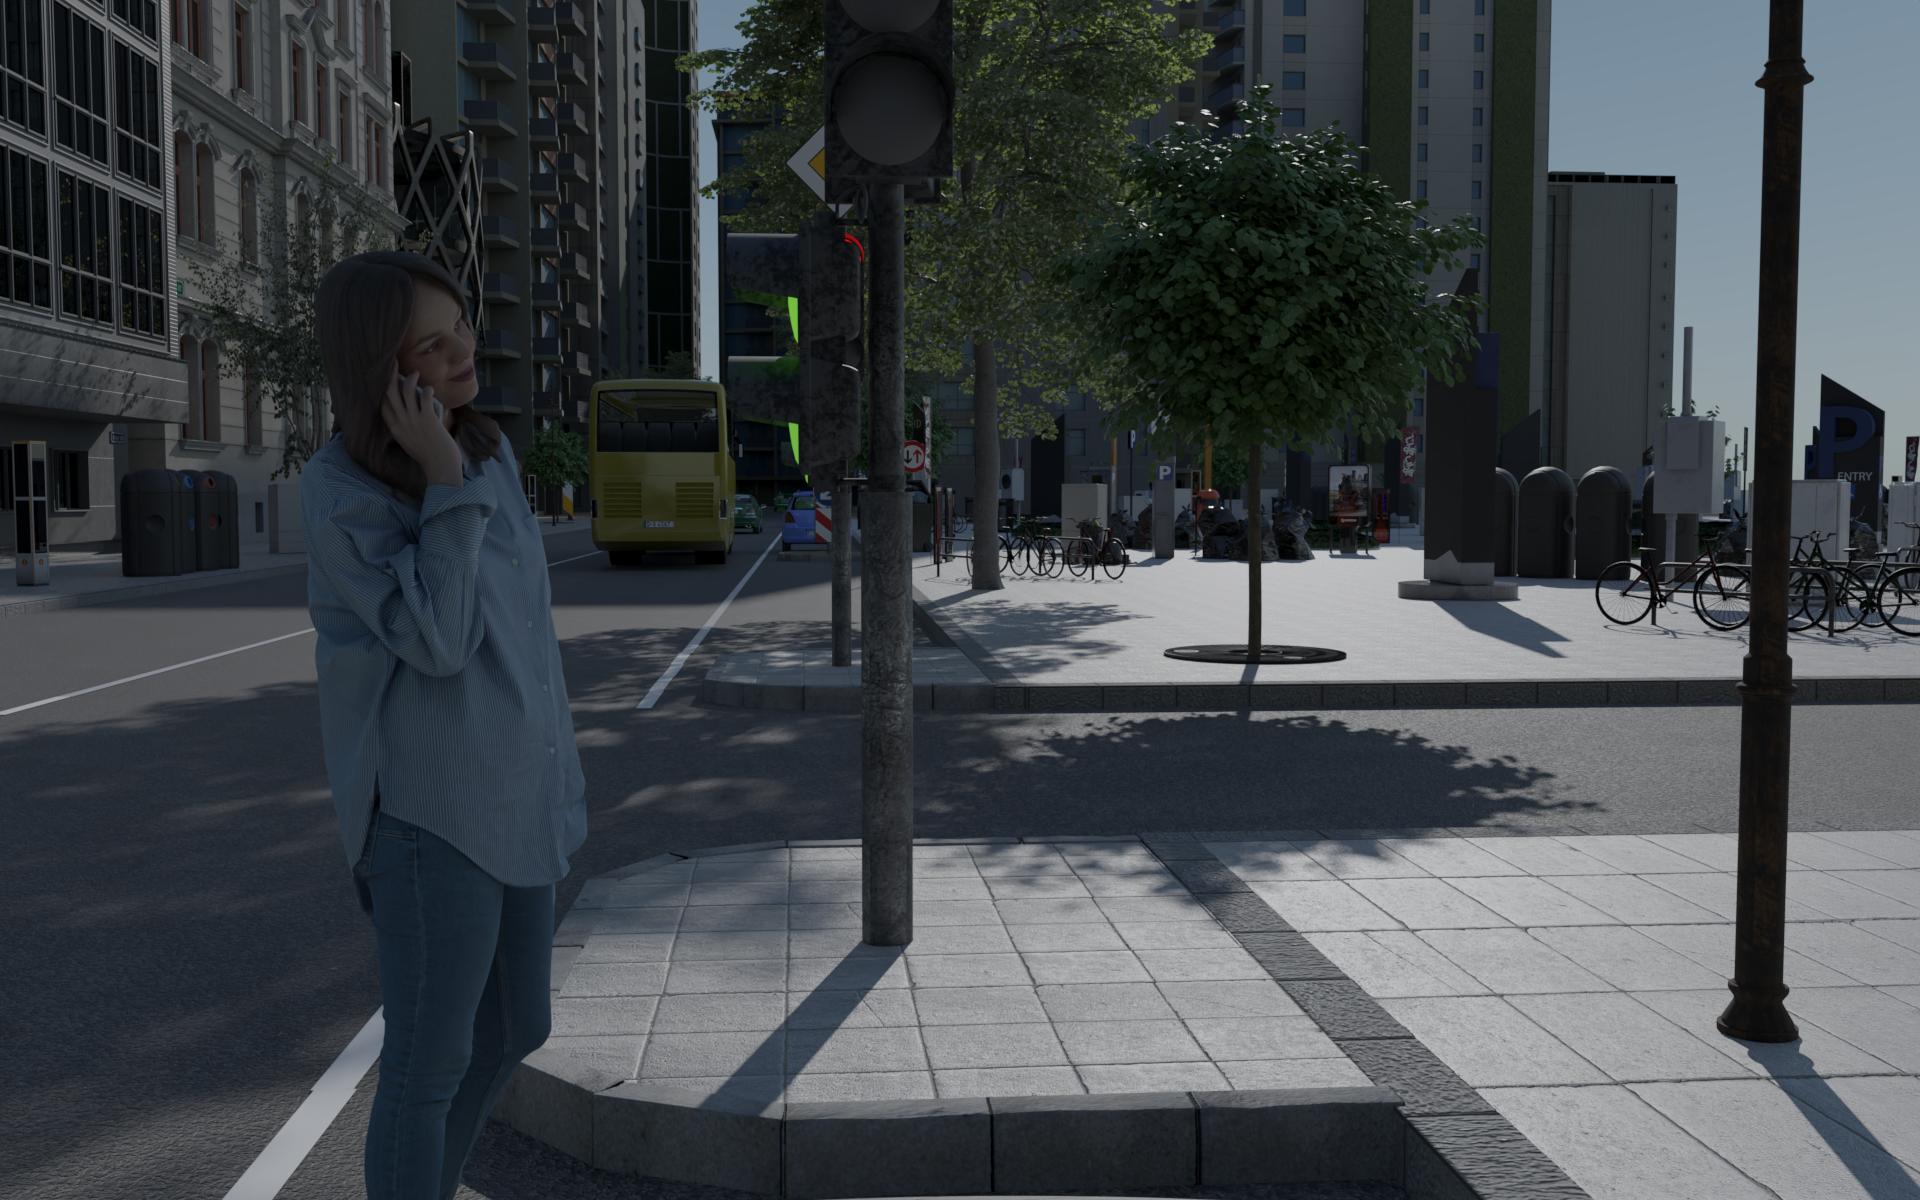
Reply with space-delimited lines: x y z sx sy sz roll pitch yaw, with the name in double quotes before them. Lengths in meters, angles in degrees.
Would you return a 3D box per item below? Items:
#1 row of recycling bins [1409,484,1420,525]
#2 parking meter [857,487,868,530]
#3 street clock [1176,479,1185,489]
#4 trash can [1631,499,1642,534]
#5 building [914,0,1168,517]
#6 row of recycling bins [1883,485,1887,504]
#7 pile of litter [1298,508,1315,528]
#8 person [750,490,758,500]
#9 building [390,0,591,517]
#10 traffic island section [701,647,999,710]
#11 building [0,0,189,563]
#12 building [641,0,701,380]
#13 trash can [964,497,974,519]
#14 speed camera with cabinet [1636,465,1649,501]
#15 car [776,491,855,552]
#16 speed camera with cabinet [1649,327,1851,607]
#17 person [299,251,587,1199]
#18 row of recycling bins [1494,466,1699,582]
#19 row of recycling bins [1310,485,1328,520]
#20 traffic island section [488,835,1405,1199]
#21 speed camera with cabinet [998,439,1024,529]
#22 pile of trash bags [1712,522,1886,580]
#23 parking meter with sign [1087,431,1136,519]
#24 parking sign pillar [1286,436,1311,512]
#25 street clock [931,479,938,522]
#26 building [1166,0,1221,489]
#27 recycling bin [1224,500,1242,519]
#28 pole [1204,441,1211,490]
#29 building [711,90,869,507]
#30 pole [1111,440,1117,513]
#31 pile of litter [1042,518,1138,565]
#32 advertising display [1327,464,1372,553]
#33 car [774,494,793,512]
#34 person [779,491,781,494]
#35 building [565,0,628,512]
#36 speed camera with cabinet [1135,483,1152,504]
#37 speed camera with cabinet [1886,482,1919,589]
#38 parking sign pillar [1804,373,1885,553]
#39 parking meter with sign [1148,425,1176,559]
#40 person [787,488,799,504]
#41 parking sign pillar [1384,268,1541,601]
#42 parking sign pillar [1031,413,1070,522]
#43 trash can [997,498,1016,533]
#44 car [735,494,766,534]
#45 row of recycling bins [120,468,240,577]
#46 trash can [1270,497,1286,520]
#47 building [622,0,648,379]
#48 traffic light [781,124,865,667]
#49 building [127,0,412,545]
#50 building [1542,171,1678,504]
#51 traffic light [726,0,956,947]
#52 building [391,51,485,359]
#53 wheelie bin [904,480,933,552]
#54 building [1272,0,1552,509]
"row of recycling bins" 19.166 -4.095 74.069 1.069 1.692 3.534 1 4 12
"parking meter" -3.518 -3.311 62.550 0.372 1.533 0.369 0 3 0
"street clock" 10.660 -4.842 83.732 0.358 2.002 0.471 -1 4 -23
"trash can" 17.811 -2.087 45.781 0.748 1.137 0.748 0 3 0
"building" 4.178 -25.655 103.051 14.154 41.232 14.086 0 4 -5
"row of recycling bins" 39.600 -4.179 75.444 1.069 1.692 3.534 -3 5 -40
"pile of litter" 10.877 -2.414 53.436 1.176 0.858 1.719 0 4 4
"person" -19.254 -9.276 160.190 1.348 1.821 0.705 2 4 24
"building" -33.666 -27.245 100.081 22.147 44.769 28.867 0 4 -5
"traffic island section" -0.861 0.571 12.939 2.009 0.180 2.903 0 4 -5
"building" -22.693 -14.157 24.975 14.314 27.812 24.014 0 4 -5
"building" -38.172 -45.412 180.734 20.611 71.187 20.563 0 4 -5
"trash can" 0.543 -4.229 80.790 0.748 1.137 0.748 0 3 0
"speed camera with cabinet" 22.915 -3.767 55.929 2.038 3.252 0.660 -1 4 -9
"car" -3.541 -2.018 42.587 1.945 1.707 3.694 0 4 -6
"speed camera with cabinet" 9.269 -1.588 20.293 2.038 3.252 0.660 3 4 37
"person" -0.845 0.365 2.795 0.793 1.790 0.793 -1 4 -23
"row of recycling bins" 9.389 -1.174 26.301 3.534 1.692 1.069 3 5 40
"row of recycling bins" 16.280 -4.195 75.708 1.069 1.692 3.534 -1 4 -17
"traffic island section" -0.186 1.058 4.982 2.009 0.180 2.903 0 4 -5
"speed camera with cabinet" 1.483 -4.186 62.777 0.660 3.252 2.038 -2 4 -35
"pile of trash bags" 13.598 -1.039 26.733 3.447 1.369 1.912 0 4 0
"parking meter with sign" 3.792 -3.071 46.465 1.738 3.016 0.543 1 4 19
"parking sign pillar" 12.400 -4.586 63.459 1.447 3.967 1.447 -1 4 -12
"street clock" -1.152 -4.087 71.390 0.358 2.002 0.471 -3 5 -42
"building" 6.062 -28.746 124.615 22.147 44.769 28.867 0 4 -5
"recycling bin" 12.408 -4.042 78.644 0.722 1.027 0.722 0 4 1
"pole" 6.259 -3.055 43.791 0.158 3.312 0.155 0 3 0
"building" -12.933 -32.375 183.956 28.867 44.769 22.147 0 4 -5
"pole" 5.543 -4.205 62.593 0.158 3.312 0.155 0 3 0
"pile of litter" 2.370 -1.093 31.831 1.719 0.858 1.176 1 4 19
"advertising display" 8.465 -1.986 37.679 0.974 1.923 0.123 3 4 39
"car" -14.338 -8.173 142.426 1.959 1.807 4.718 0 4 -4
"person" -16.813 -9.334 162.053 0.756 1.711 0.436 -2 4 -28
"building" -31.304 -26.808 121.901 14.154 41.232 14.086 0 4 -5
"speed camera with cabinet" 9.518 -5.670 87.034 0.660 3.252 2.038 -2 4 -24
"speed camera with cabinet" 13.749 -1.785 23.517 2.038 3.252 0.660 0 4 -6
"parking sign pillar" 19.667 -3.048 38.300 1.447 3.967 1.447 3 5 39
"parking meter with sign" 4.099 -2.373 35.065 0.543 3.016 1.738 0 4 3
"person" -8.384 -4.929 89.766 1.217 1.739 0.721 -1 4 -22
"parking sign pillar" 6.180 -2.014 21.397 1.447 3.967 1.447 0 4 -5
"parking sign pillar" 3.022 -4.245 57.882 1.447 3.967 1.447 2 4 32
"trash can" 1.469 -2.797 57.384 0.748 1.137 0.748 0 3 0
"car" -8.187 -3.160 63.459 2.131 1.459 4.920 0 4 -4
"row of recycling bins" -12.814 -1.305 28.449 1.069 1.692 3.534 0 4 -4
"trash can" 14.452 -4.092 78.550 0.748 1.137 0.748 0 3 0
"building" -38.139 -31.977 146.530 21.600 48.544 21.300 0 4 -5
"traffic light" -0.902 -1.462 12.821 0.839 4.253 0.868 0 4 -5
"building" -24.853 -15.976 48.595 14.401 28.519 23.554 0 4 -5
"building" 55.565 -23.686 158.966 14.107 30.474 14.160 0 4 -5
"traffic light" -0.227 -0.975 4.865 0.839 4.253 0.868 0 4 -5
"building" -27.967 -12.336 69.153 16.820 18.784 16.811 0 4 -5
"wheelie bin" -0.983 -1.853 38.206 0.693 1.594 0.980 -2 4 -32
"building" 34.761 -37.372 153.026 28.212 58.520 21.231 0 4 -5
